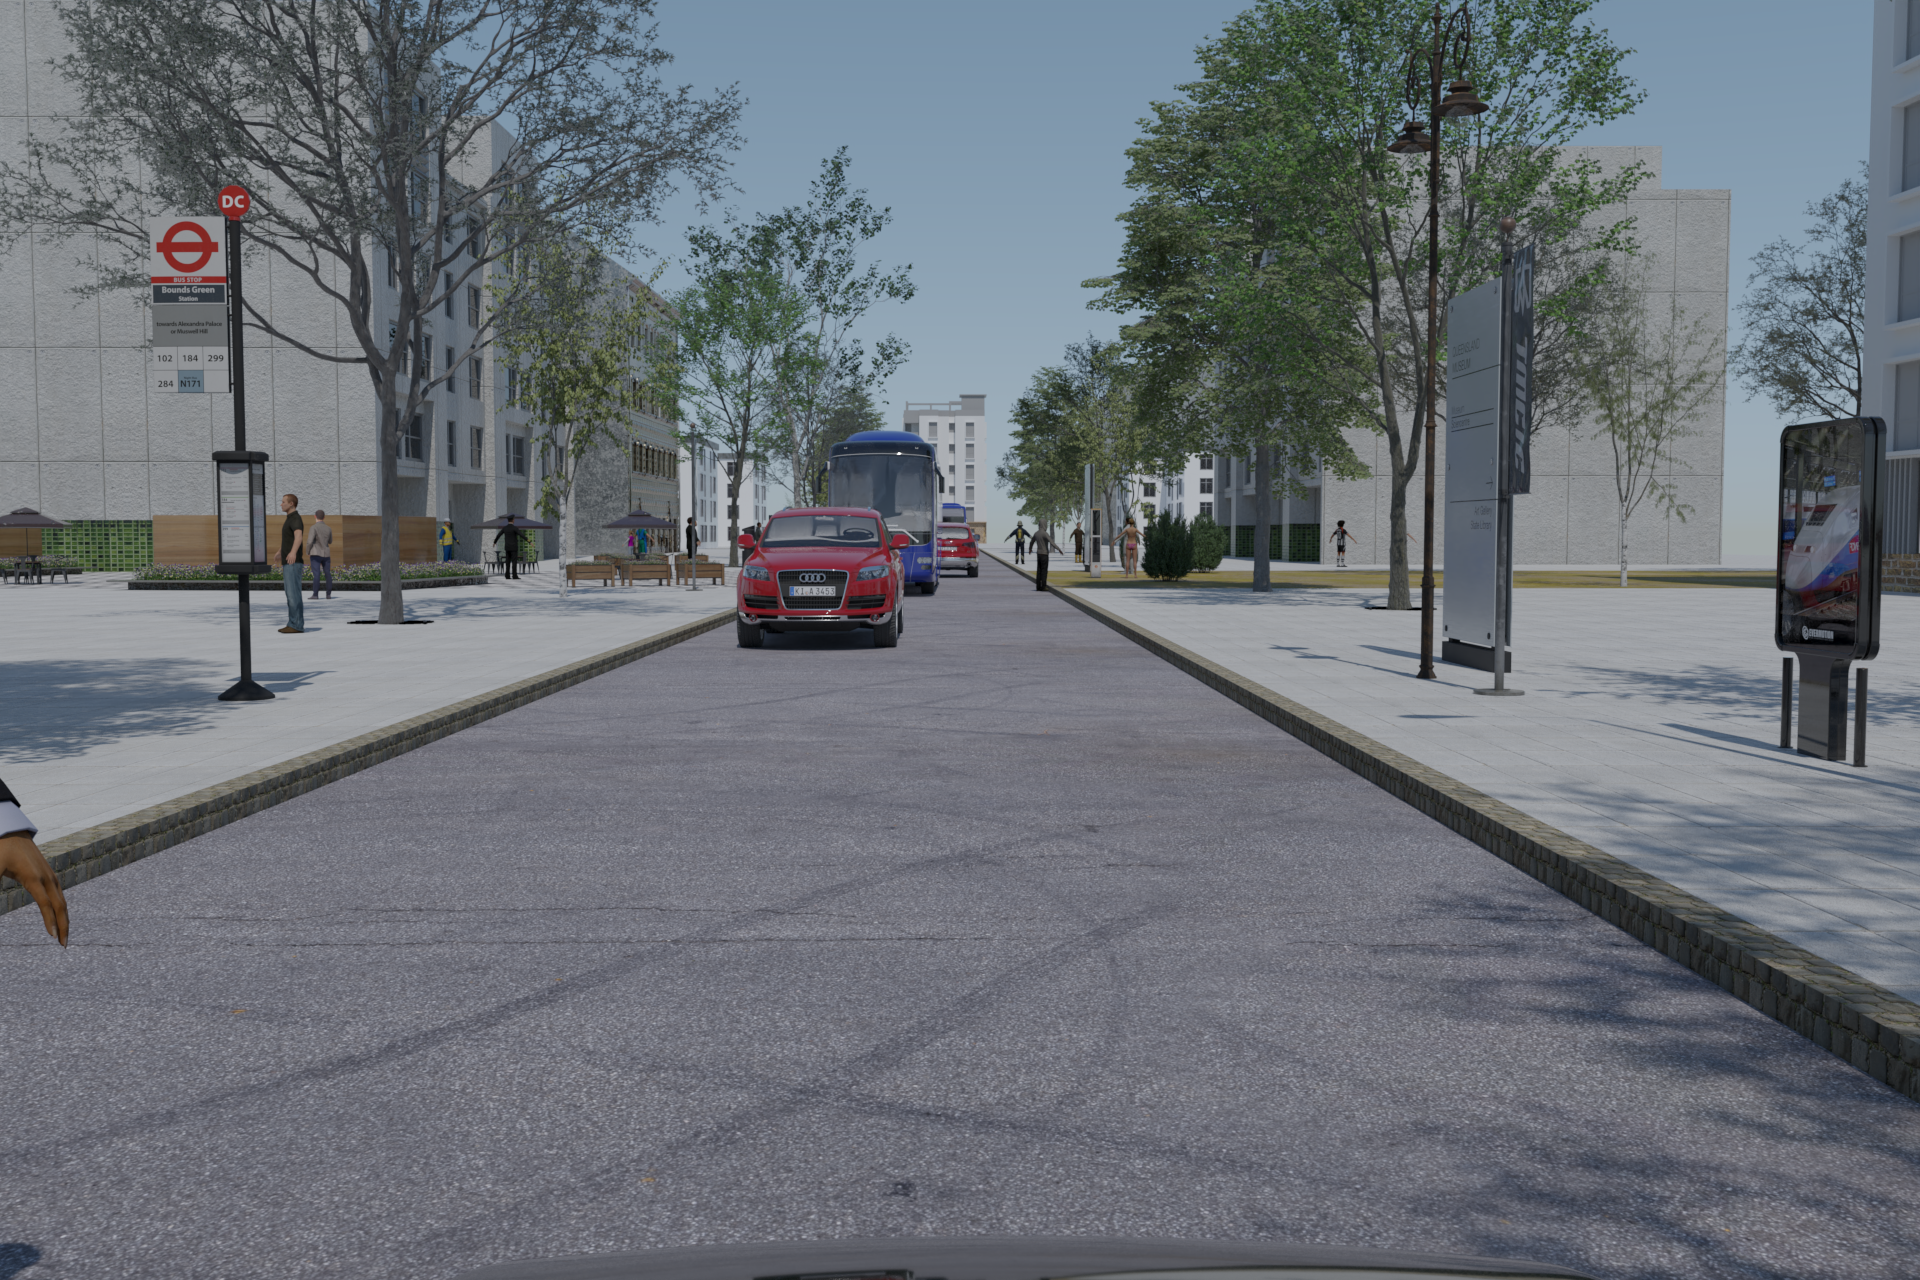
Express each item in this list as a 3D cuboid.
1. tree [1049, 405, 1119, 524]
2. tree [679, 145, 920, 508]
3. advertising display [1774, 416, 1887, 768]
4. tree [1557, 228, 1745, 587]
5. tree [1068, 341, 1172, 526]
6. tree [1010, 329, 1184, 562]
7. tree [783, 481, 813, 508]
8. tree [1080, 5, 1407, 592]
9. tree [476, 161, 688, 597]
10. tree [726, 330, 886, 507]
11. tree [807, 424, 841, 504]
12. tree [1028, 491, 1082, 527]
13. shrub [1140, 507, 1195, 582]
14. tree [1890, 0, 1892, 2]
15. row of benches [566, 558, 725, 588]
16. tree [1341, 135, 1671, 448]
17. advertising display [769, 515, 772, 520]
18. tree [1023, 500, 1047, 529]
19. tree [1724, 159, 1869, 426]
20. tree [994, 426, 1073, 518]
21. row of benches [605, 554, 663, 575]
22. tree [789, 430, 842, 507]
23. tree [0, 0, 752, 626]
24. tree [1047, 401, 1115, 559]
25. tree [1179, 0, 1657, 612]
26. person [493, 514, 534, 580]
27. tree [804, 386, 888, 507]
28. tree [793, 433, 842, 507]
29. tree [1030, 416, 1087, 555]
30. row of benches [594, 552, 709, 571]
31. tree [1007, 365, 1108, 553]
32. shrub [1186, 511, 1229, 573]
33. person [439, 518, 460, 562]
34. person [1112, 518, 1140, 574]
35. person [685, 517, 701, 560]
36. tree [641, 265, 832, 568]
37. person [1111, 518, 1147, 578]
[{"bbox_3d":[6.708,-9.141,99.818,4.360,8.622,3.978,0,3,0],"label":"tree"},{"bbox_3d":[-7.919,-14.072,85.965,12.611,20.169,13.585,0,3,0],"label":"tree"},{"bbox_3d":[4.959,-0.288,9.916,0.123,1.923,0.974,0,4,0],"label":"advertising display"},{"bbox_3d":[16.213,-5.625,42.326,4.360,8.622,3.978,0,3,0],"label":"tree"},{"bbox_3d":[6.236,-7.033,65.347,4.737,8.622,4.395,0,3,0],"label":"tree"},{"bbox_3d":[6.764,-8.833,78.831,8.767,10.594,7.601,-3,4,-39],"label":"tree"},{"bbox_3d":[-21.095,-17.257,232.518,4.360,8.622,3.978,0,3,0],"label":"tree"},{"bbox_3d":[6.333,-7.331,37.990,7.486,12.596,7.792,0,3,0],"label":"tree"},{"bbox_3d":[-7.896,-5.181,35.076,4.737,8.622,4.395,0,3,0],"label":"tree"},{"bbox_3d":[-8.926,-11.885,104.693,12.009,13.543,11.850,0,3,0],"label":"tree"},{"bbox_3d":[-8.351,-10.019,114.167,4.737,8.622,4.395,0,3,0],"label":"tree"},{"bbox_3d":[12.799,-19.150,231.223,7.486,12.596,7.792,0,3,0],"label":"tree"},{"bbox_3d":[5.612,-2.595,46.843,1.690,2.028,1.600,0,3,0],"label":"shrub"},{"bbox_3d":[7.285,-3.654,10.110,4.737,8.622,4.395,0,3,0],"label":"tree"},{"bbox_3d":[-7.825,-1.664,42.665,4.104,0.672,1.422,-2,4,-31],"label":"row of benches"},{"bbox_3d":[16.218,-8.732,53.140,12.009,13.543,11.850,0,3,0],"label":"tree"},{"bbox_3d":[-6.351,-3.264,58.588,0.123,1.923,0.974,0,4,1],"label":"advertising display"},{"bbox_3d":[10.884,-17.605,238.196,4.737,8.622,4.395,0,3,0],"label":"tree"},{"bbox_3d":[29.103,-8.850,55.073,12.009,13.543,11.850,0,3,0],"label":"tree"},{"bbox_3d":[6.291,-12.016,130.880,8.767,10.594,7.601,1,4,19],"label":"tree"},{"bbox_3d":[-9.961,-2.296,53.010,1.422,0.672,4.104,-2,4,-28],"label":"row of benches"},{"bbox_3d":[-9.579,-12.761,143.049,8.767,10.594,7.601,-2,4,-26],"label":"tree"},{"bbox_3d":[-8.098,-6.978,24.465,12.009,13.543,11.850,0,3,0],"label":"tree"},{"bbox_3d":[6.223,-8.586,90.739,4.737,8.622,4.395,0,3,0],"label":"tree"},{"bbox_3d":[7.527,-6.318,29.054,9.928,11.665,9.643,0,3,0],"label":"tree"},{"bbox_3d":[-12.612,-2.619,48.752,1.347,1.837,0.705,1,4,20],"label":"person"},{"bbox_3d":[-8.255,-13.052,131.534,7.486,12.596,7.792,0,3,0],"label":"tree"},{"bbox_3d":[-9.365,-10.358,119.719,4.737,8.622,4.395,0,3,0],"label":"tree"},{"bbox_3d":[6.499,-9.650,108.138,4.360,8.622,3.978,0,3,0],"label":"tree"},{"bbox_3d":[-10.793,-2.733,60.151,4.104,0.672,1.422,-2,4,-26],"label":"row of benches"},{"bbox_3d":[6.581,-12.144,116.684,7.486,12.596,7.792,0,3,0],"label":"tree"},{"bbox_3d":[7.925,-3.219,56.667,1.661,2.075,1.752,0,3,0],"label":"shrub"},{"bbox_3d":[-17.535,-3.263,59.325,0.705,1.833,1.349,1,4,11],"label":"person"},{"bbox_3d":[5.395,-3.025,55.646,1.347,1.806,0.705,-3,5,-44],"label":"person"},{"bbox_3d":[-8.171,-2.854,52.845,0.705,1.806,1.347,-1,4,-21],"label":"person"},{"bbox_3d":[-8.519,-8.585,66.121,9.928,11.665,9.643,0,3,0],"label":"tree"},{"bbox_3d":[4.983,-2.661,50.305,1.217,1.733,0.721,0,4,8],"label":"person"}]
